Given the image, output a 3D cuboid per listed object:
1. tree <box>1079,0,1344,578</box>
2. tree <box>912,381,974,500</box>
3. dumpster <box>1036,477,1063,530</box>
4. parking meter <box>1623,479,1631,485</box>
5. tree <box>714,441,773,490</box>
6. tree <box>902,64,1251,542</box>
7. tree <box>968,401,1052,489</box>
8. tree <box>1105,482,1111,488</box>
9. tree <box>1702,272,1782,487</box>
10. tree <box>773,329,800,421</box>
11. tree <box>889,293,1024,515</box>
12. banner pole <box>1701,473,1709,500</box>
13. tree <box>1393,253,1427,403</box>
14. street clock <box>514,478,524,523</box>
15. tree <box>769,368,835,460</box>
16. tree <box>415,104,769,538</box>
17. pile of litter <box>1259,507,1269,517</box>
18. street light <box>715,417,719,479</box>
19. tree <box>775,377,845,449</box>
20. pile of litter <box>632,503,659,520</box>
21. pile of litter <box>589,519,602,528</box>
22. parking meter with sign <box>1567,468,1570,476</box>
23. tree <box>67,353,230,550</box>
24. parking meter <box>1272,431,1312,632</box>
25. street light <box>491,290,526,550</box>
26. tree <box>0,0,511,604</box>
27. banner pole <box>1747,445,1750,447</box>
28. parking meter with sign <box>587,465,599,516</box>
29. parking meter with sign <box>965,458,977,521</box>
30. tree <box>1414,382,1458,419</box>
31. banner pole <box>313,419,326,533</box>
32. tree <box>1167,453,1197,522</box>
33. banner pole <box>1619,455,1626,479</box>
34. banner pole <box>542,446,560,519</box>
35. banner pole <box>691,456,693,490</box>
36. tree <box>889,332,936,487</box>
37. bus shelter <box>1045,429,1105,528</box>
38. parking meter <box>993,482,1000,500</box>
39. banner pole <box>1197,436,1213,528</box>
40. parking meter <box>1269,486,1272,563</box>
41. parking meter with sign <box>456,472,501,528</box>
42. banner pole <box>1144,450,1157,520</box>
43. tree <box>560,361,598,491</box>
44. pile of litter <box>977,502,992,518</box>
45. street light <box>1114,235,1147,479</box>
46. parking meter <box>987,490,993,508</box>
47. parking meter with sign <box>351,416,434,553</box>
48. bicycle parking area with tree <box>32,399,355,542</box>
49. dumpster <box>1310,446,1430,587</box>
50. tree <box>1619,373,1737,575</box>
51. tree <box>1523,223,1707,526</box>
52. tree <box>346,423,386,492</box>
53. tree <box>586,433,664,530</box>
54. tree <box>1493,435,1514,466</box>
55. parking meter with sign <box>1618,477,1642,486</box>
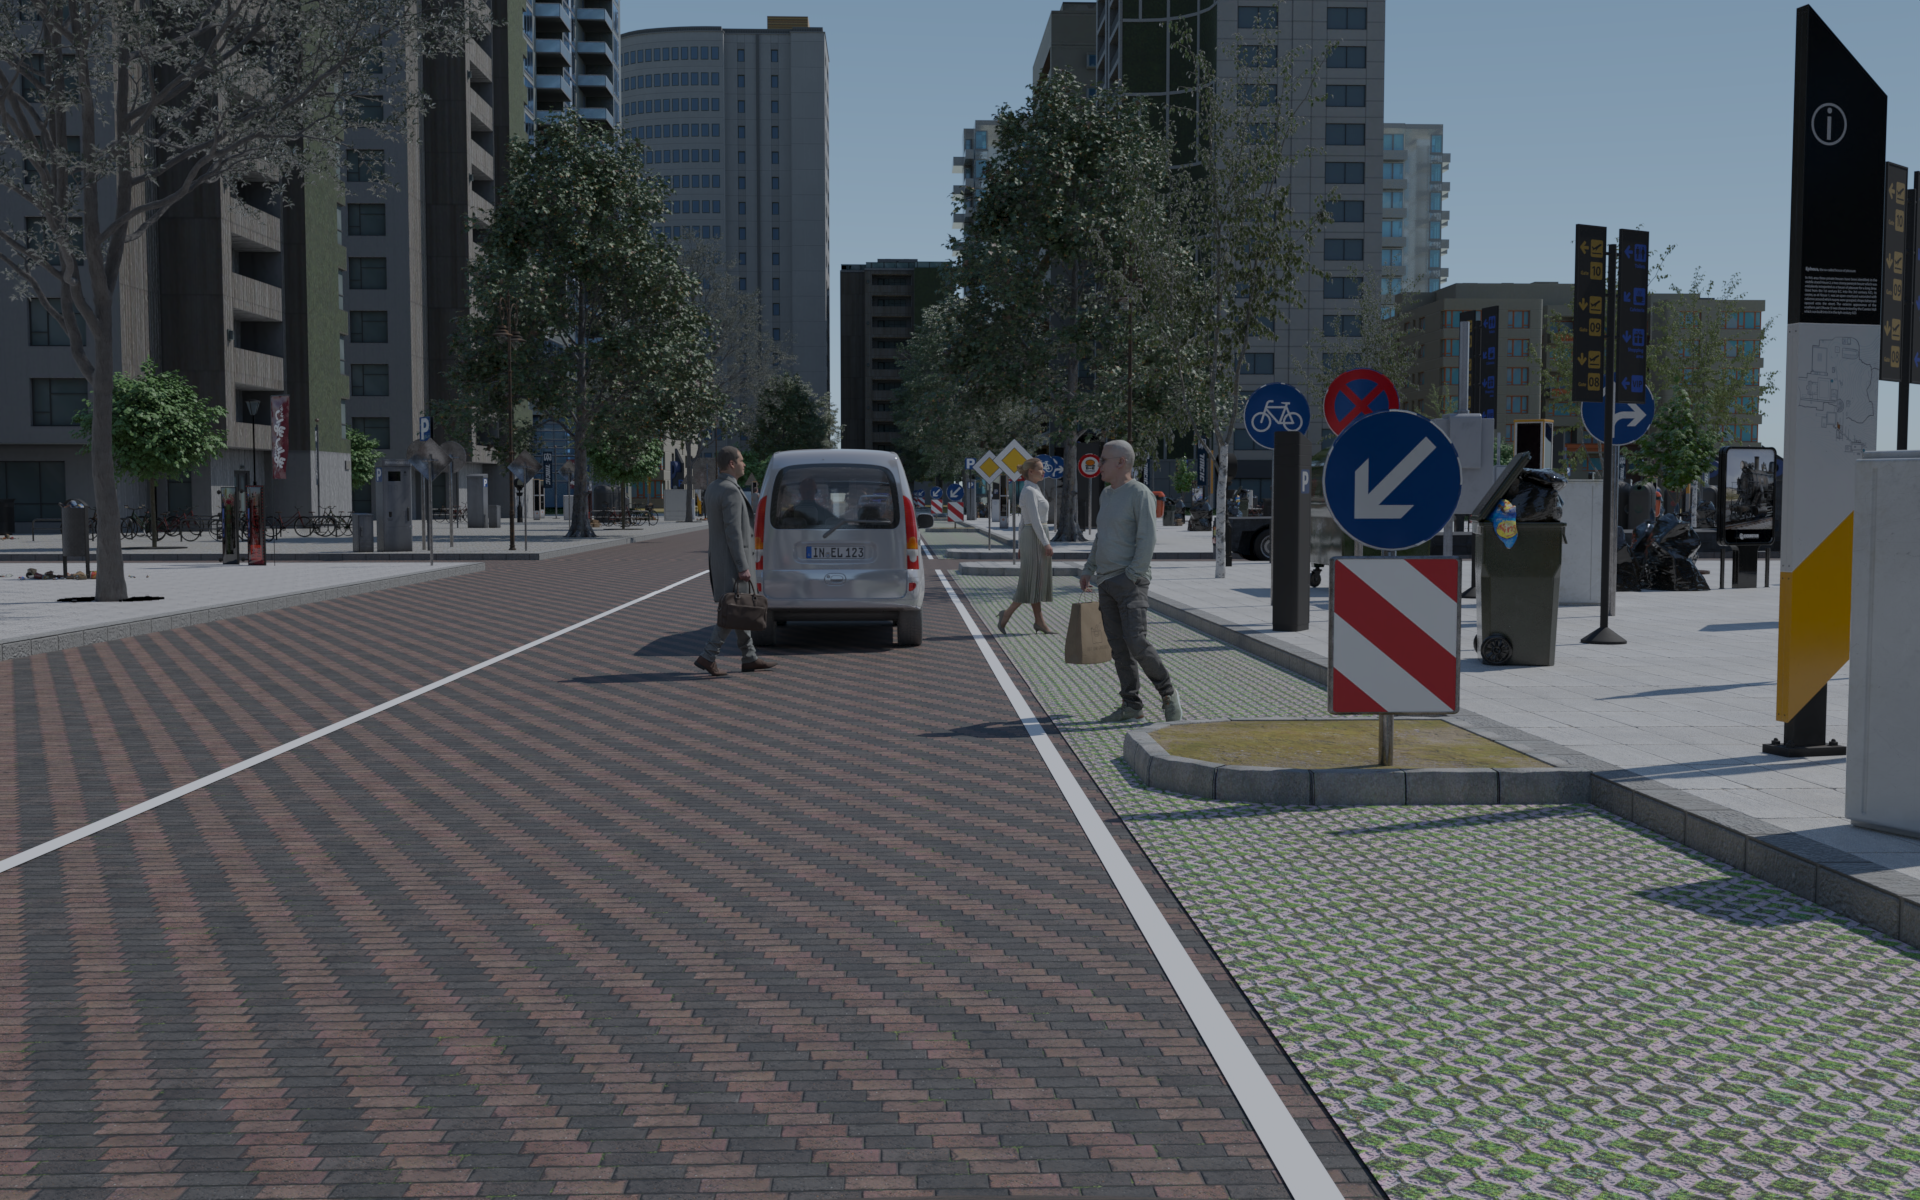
[{"bbox_3d":[3.945,-4.651,26.410,4.360,8.622,3.978,0,3,0],"label":"tree"},{"bbox_3d":[-1.533,-15.873,177.655,7.486,12.596,7.792,0,3,0],"label":"tree"},{"bbox_3d":[3.082,-3.389,61.173,1.264,1.857,1.865,0,4,-2],"label":"dumpster"},{"bbox_3d":[25.769,-3.745,66.939,0.255,1.863,0.399,2,4,26],"label":"parking meter"},{"bbox_3d":[-13.874,-7.556,107.256,4.285,4.588,4.351,0,3,0],"label":"tree"},{"bbox_3d":[3.067,-7.919,46.488,9.611,12.733,9.660,0,3,0],"label":"tree"},{"bbox_3d":[1.694,-8.437,88.300,4.360,8.622,3.978,0,3,0],"label":"tree"},{"bbox_3d":[8.887,-6.352,98.457,1.663,3.219,1.824,0,3,0],"label":"tree"},{"bbox_3d":[24.425,-6.512,56.830,4.737,8.622,4.395,0,3,0],"label":"tree"},{"bbox_3d":[-12.188,-10.263,78.170,12.009,13.543,11.850,0,3,0],"label":"tree"},{"bbox_3d":[0.398,-12.326,108.185,9.857,13.997,8.962,0,3,0],"label":"tree"},{"bbox_3d":[32.980,-5.302,76.703,0.863,3.779,0.401,-3,4,-38],"label":"banner pole"},{"bbox_3d":[12.506,-6.310,53.537,4.360,8.622,3.978,0,3,0],"label":"tree"},{"bbox_3d":[-19.781,-4.479,77.803,0.358,2.002,0.471,2,4,33],"label":"street clock"},{"bbox_3d":[-15.974,-14.728,157.803,9.611,12.733,9.660,0,3,0],"label":"tree"},{"bbox_3d":[-11.192,-8.212,51.277,9.611,12.733,9.660,0,3,0],"label":"tree"},{"bbox_3d":[13.916,-3.847,76.860,1.719,0.858,1.176,1,4,11],"label":"pile of litter"},{"bbox_3d":[-12.156,-6.949,86.407,0.468,5.910,1.993,0,4,-2],"label":"street light"},{"bbox_3d":[-17.092,-17.134,186.788,9.857,13.997,8.962,0,3,0],"label":"tree"},{"bbox_3d":[-15.402,-4.336,84.852,1.176,0.858,1.719,-2,4,-30],"label":"pile of litter"},{"bbox_3d":[-14.278,-3.224,66.675,1.176,0.858,1.719,1,4,23],"label":"pile of litter"},{"bbox_3d":[39.391,-7.227,114.416,0.543,3.016,1.738,-2,4,-32],"label":"parking meter with sign"},{"bbox_3d":[-19.021,-3.482,40.647,4.285,4.588,4.351,0,3,0],"label":"tree"},{"bbox_3d":[3.120,-0.646,16.270,0.255,1.863,0.399,2,4,31],"label":"parking meter"},{"bbox_3d":[-10.226,-4.074,39.393,0.468,5.910,1.993,0,4,-2],"label":"street light"},{"bbox_3d":[-10.327,-6.728,20.381,12.009,13.543,11.850,0,3,0],"label":"tree"},{"bbox_3d":[40.616,-6.040,88.767,0.863,3.779,0.401,0,4,3],"label":"banner pole"},{"bbox_3d":[-21.685,-6.495,102.455,0.543,3.016,1.738,1,4,22],"label":"parking meter with sign"},{"bbox_3d":[0.572,-5.395,84.474,0.543,3.016,1.738,0,4,4],"label":"parking meter with sign"},{"bbox_3d":[31.730,-9.960,113.202,4.737,8.622,4.395,0,3,0],"label":"tree"},{"bbox_3d":[-21.230,-4.110,57.223,0.401,3.779,0.863,-1,4,-14],"label":"banner pole"},{"bbox_3d":[10.407,-5.256,80.536,1.663,3.219,1.824,0,3,0],"label":"tree"},{"bbox_3d":[37.385,-6.613,98.146,0.401,3.779,0.863,-2,4,-28],"label":"banner pole"},{"bbox_3d":[-21.089,-6.075,89.348,0.863,3.779,0.401,-1,4,-18],"label":"banner pole"},{"bbox_3d":[-17.330,-7.537,113.243,0.863,3.779,0.401,-3,4,-36],"label":"banner pole"},{"bbox_3d":[-1.745,-20.600,192.705,12.611,20.169,13.585,0,3,0],"label":"tree"},{"bbox_3d":[4.361,-4.557,65.788,1.731,3.624,6.357,0,4,-2],"label":"bus shelter"},{"bbox_3d":[1.770,-4.682,82.270,0.399,1.863,0.255,1,4,23],"label":"parking meter"},{"bbox_3d":[9.247,-4.606,65.320,0.401,3.779,0.863,-3,5,-41],"label":"banner pole"},{"bbox_3d":[5.942,-1.453,32.173,0.372,1.533,0.369,0,3,0],"label":"parking meter"},{"bbox_3d":[-18.281,-4.240,65.589,1.738,3.016,0.543,1,4,10],"label":"parking meter with sign"},{"bbox_3d":[9.344,-5.860,85.836,0.863,3.779,0.401,1,4,22],"label":"banner pole"},{"bbox_3d":[-20.055,-8.810,94.404,4.737,8.622,4.395,0,3,0],"label":"tree"},{"bbox_3d":[1.181,-4.808,92.577,1.719,0.858,1.176,1,4,22],"label":"pile of litter"},{"bbox_3d":[3.040,-3.561,31.002,0.468,5.910,1.993,0,4,-2],"label":"street light"},{"bbox_3d":[1.928,-6.247,110.543,0.372,1.533,0.369,0,3,0],"label":"parking meter"},{"bbox_3d":[-12.627,-2.586,38.538,1.738,3.016,0.543,-3,5,-42],"label":"parking meter with sign"},{"bbox_3d":[-21.661,-3.859,50.101,9.016,4.147,8.231,1,4,21],"label":"bicycle parking area with tree"},{"bbox_3d":[5.399,-1.253,22.973,1.502,2.255,1.985,0,4,-2],"label":"dumpster"},{"bbox_3d":[11.454,-2.042,27.981,1.663,3.219,1.824,0,3,0],"label":"tree"},{"bbox_3d":[17.831,-5.970,47.980,4.737,8.622,4.395,0,3,0],"label":"tree"},{"bbox_3d":[-27.626,-5.773,78.106,4.285,4.588,4.351,0,3,0],"label":"tree"},{"bbox_3d":[-12.125,-4.813,62.403,4.285,4.588,4.351,0,3,0],"label":"tree"},{"bbox_3d":[29.705,-6.853,95.758,4.285,4.588,4.351,0,3,0],"label":"tree"},{"bbox_3d":[33.858,-5.629,88.300,1.738,3.016,0.543,2,4,29],"label":"parking meter with sign"}]
